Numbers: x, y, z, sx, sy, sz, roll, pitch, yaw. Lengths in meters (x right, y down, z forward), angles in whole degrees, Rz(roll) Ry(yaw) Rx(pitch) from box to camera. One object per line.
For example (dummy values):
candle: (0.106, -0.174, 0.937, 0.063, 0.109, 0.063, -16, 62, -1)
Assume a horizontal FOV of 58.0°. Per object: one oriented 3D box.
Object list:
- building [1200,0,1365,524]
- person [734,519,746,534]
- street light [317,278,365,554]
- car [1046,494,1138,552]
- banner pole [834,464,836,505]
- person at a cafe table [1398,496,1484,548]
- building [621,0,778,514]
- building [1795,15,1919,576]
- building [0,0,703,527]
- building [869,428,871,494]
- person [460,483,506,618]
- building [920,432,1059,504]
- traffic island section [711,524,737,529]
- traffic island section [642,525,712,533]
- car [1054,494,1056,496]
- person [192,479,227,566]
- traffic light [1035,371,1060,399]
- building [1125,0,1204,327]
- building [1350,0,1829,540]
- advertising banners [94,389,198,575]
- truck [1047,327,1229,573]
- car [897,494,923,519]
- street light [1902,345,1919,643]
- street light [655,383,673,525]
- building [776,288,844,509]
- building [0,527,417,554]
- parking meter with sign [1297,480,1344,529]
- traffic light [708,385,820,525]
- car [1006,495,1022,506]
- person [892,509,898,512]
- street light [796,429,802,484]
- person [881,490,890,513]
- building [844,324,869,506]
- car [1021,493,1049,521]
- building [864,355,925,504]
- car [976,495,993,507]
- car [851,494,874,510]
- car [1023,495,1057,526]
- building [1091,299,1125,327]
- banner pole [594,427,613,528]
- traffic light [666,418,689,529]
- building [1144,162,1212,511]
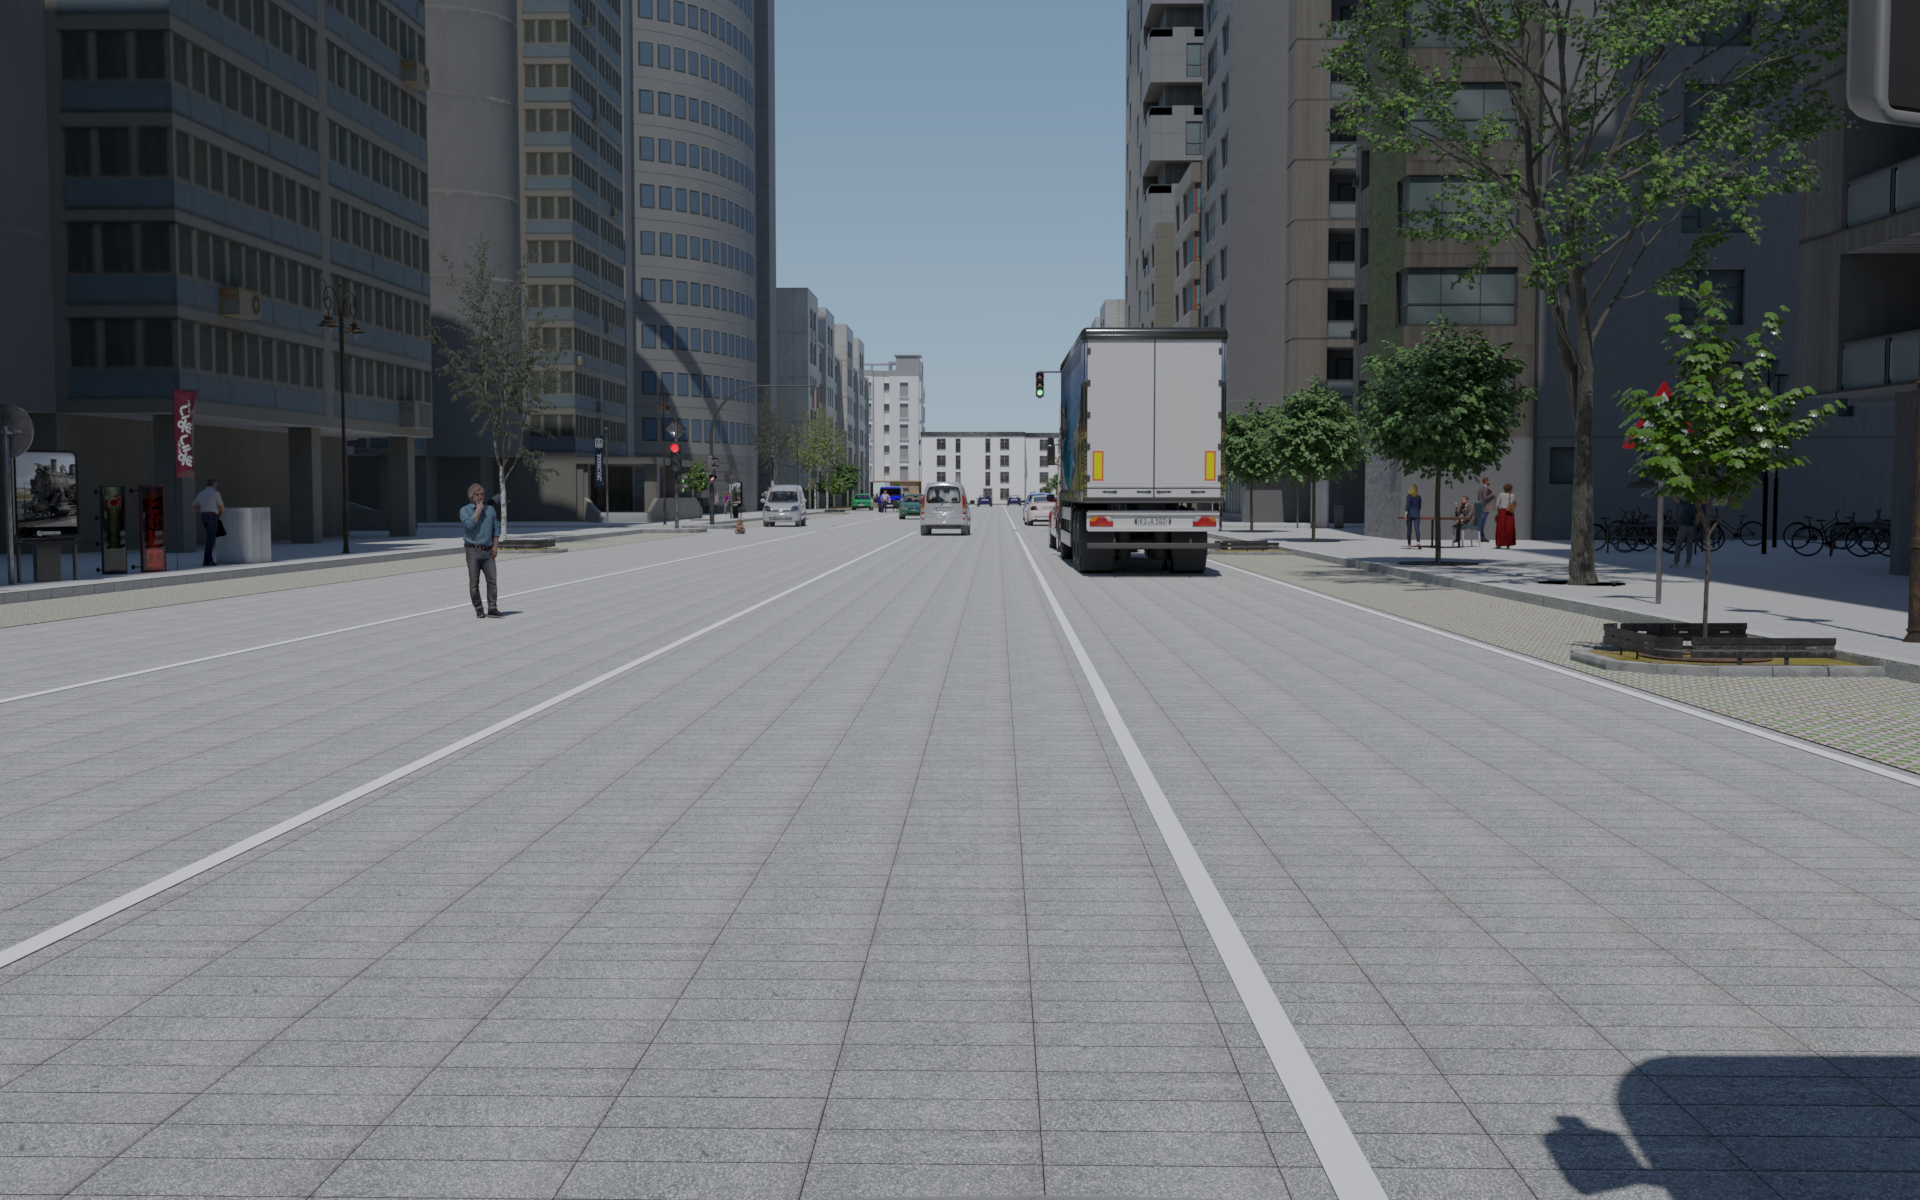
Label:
building: (18.871, -24.224, 79.651, 14.086, 41.232, 14.154, 0, 4, 1)
person: (-7.839, -2.619, 61.789, 0.381, 0.543, 0.357, 3, 4, 39)
street light: (-13.262, -3.942, 37.239, 0.468, 5.910, 1.993, 0, 4, 1)
car: (3.386, -2.181, 44.331, 2.281, 1.827, 5.304, 0, 4, -1)
banner pole: (-10.519, -9.496, 145.270, 0.401, 3.779, 0.863, -1, 4, -15)
person at a cafe table: (11.735, -1.882, 41.638, 1.726, 1.238, 1.698, -1, 4, -15)
building: (-25.343, -35.520, 122.755, 21.231, 58.520, 28.212, 0, 4, 1)
building: (20.060, -20.776, 23.279, 14.154, 41.232, 14.086, 0, 4, 1)
building: (-30.090, -24.060, 85.267, 32.217, 40.220, 23.993, 0, 4, 1)
building: (-25.491, -16.862, 217.848, 28.070, 9.664, 9.099, 0, 4, 1)
person: (-5.523, -0.571, 20.051, 0.499, 1.552, 0.429, -1, 4, -13)
building: (8.801, -18.060, 237.426, 28.070, 9.664, 9.099, 0, 4, 1)
traffic island section: (-10.381, -3.066, 72.408, 2.009, 0.180, 2.903, 0, 4, 1)
traffic island section: (-10.551, -2.578, 64.425, 2.009, 0.180, 2.903, 0, 4, 1)
car: (4.828, -5.516, 98.977, 1.959, 1.807, 4.718, 0, 4, 1)
person: (-13.490, -1.397, 31.096, 0.614, 1.554, 0.590, 1, 4, 16)
traffic light: (5.153, -5.453, 63.831, 4.771, 5.953, 1.251, 0, 4, 1)
building: (26.959, -33.188, 131.863, 28.713, 52.752, 27.495, 0, 4, 1)
building: (19.461, -17.273, 54.111, 14.160, 30.474, 14.107, 0, 4, 1)
advertising banners: (-13.244, -1.964, 28.304, 0.090, 3.025, 2.074, 2, 4, 24)
truck: (3.335, -2.802, 34.727, 2.839, 4.237, 11.283, 0, 4, 1)
car: (-2.528, -5.345, 99.186, 2.131, 1.459, 4.920, 0, 4, 1)
street light: (8.268, -2.571, 14.828, 0.468, 5.910, 1.993, 0, 4, 1)
street light: (-12.396, -6.102, 72.560, 0.468, 5.910, 1.993, 0, 4, 1)
building: (-21.040, -18.220, 164.354, 16.747, 18.905, 31.486, 0, 4, 1)
building: (-27.841, -21.651, 45.874, 23.993, 40.220, 32.217, 0, 4, 1)
parking meter with sign: (13.434, -4.176, 64.544, 1.738, 3.016, 0.543, 1, 4, 14)
traffic light: (-8.248, -5.969, 72.263, 4.771, 5.953, 1.251, 0, 4, 1)
car: (6.454, -11.867, 206.605, 1.945, 1.354, 3.894, 0, 4, 2)
person: (-5.349, -7.949, 141.698, 0.726, 1.434, 0.776, -2, 4, -33)
street light: (-11.333, -9.049, 120.735, 0.468, 5.910, 1.993, 0, 4, 1)
person: (-5.700, -7.450, 131.241, 0.756, 1.711, 0.436, 2, 4, 25)
building: (-19.819, -20.160, 196.078, 16.747, 18.905, 31.486, 0, 4, 1)
car: (4.219, -5.059, 92.306, 1.945, 1.707, 3.694, 0, 4, 1)
building: (-10.838, -23.542, 241.326, 11.380, 20.091, 16.016, 0, 4, 1)
car: (2.798, -11.268, 196.807, 1.945, 1.354, 3.894, 0, 4, -1)
car: (-8.543, -8.756, 151.956, 1.959, 1.807, 4.718, 0, 3, 0)
car: (3.930, -4.088, 79.205, 2.083, 1.381, 4.827, 0, 4, -1)
building: (21.733, -18.306, 165.757, 16.747, 18.905, 31.486, 0, 4, 1)
banner pole: (-13.413, -4.584, 64.969, 0.401, 3.779, 0.863, 2, 4, 34)
traffic light: (-10.511, -4.610, 64.289, 0.839, 4.253, 0.868, 0, 4, 1)
building: (26.165, -15.880, 104.683, 27.650, 21.520, 28.899, 0, 4, 1)
